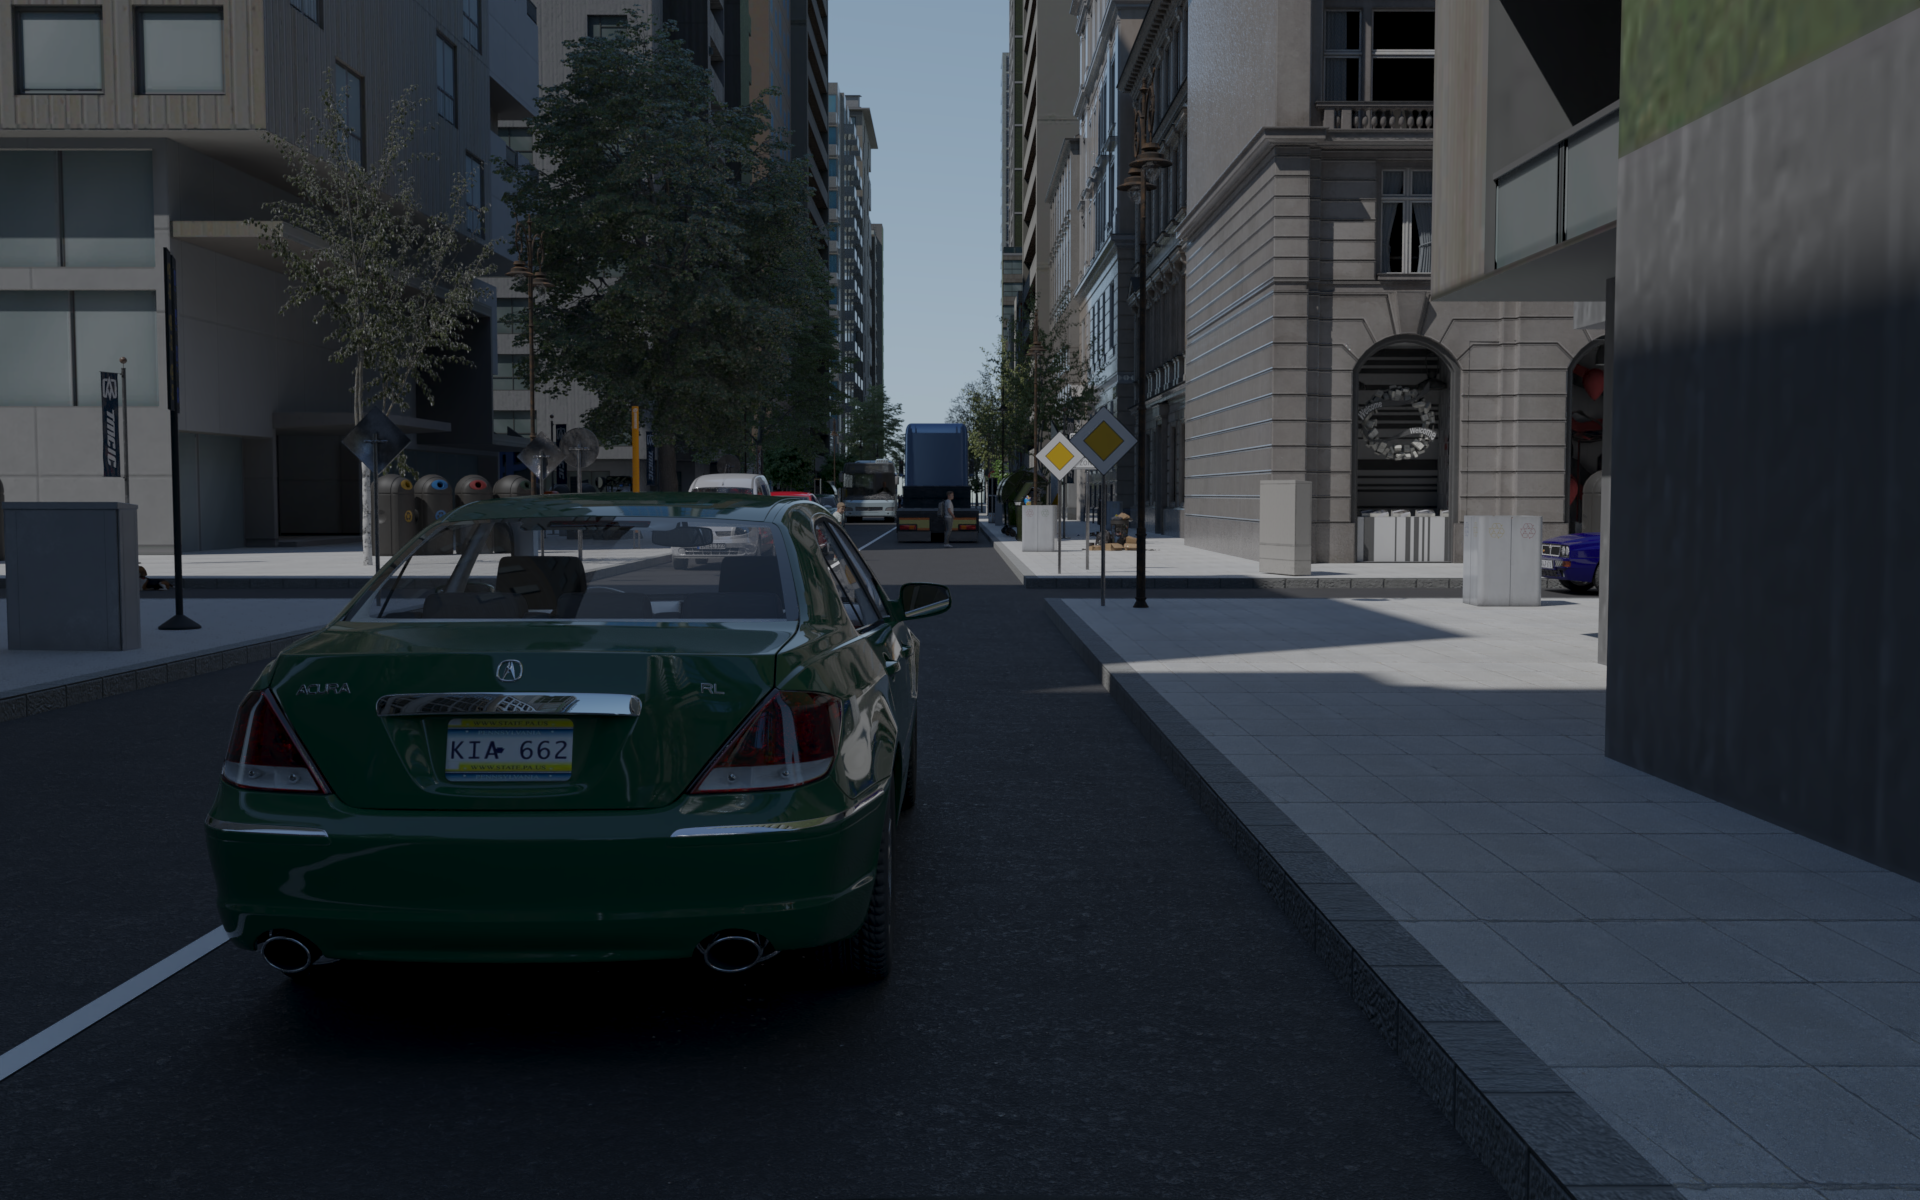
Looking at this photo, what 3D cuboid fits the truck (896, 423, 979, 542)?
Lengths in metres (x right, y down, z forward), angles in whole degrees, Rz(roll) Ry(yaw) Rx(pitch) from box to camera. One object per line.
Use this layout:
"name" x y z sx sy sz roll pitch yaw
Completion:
"truck" -0.800 -4.290 59.895 2.967 4.110 18.799 0 4 -1

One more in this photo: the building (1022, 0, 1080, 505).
"building" 15.247 -30.059 115.171 21.300 48.544 21.600 0 4 0

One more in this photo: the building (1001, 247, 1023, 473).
"building" 11.832 -26.397 203.285 14.160 30.474 14.107 0 4 0

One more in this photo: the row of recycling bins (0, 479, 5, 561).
"row of recycling bins" -18.749 -1.512 31.831 1.069 1.692 3.534 0 4 1

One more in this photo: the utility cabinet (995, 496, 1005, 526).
"utility cabinet" 1.940 -3.607 70.142 1.020 1.237 0.306 1 4 18

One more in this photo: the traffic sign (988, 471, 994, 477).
"traffic sign" 1.890 -5.709 93.450 0.768 2.556 0.104 1 4 9

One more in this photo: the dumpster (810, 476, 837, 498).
"dumpster" -7.504 -5.616 94.318 1.502 2.255 1.985 0 4 0

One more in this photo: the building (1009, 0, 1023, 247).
"building" 14.525 -47.819 220.085 20.563 71.187 20.611 0 4 0

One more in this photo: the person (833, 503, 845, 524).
"person" -2.611 -1.457 37.002 0.352 1.250 0.332 0 4 7

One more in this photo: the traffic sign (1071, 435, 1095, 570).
"traffic sign" 2.157 -1.661 29.281 0.606 2.300 0.079 0 4 4

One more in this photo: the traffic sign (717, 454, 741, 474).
"traffic sign" -7.420 -3.392 55.573 0.768 2.556 0.104 0 4 3

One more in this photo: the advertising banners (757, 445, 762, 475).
"advertising banners" -7.313 -3.987 61.382 0.090 3.025 2.074 1 4 10

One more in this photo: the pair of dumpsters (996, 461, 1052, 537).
"pair of dumpsters" 1.974 -3.130 53.676 1.574 2.255 4.437 0 4 0

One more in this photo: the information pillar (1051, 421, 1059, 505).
"information pillar" 3.027 -3.904 55.182 0.183 3.616 0.504 -2 4 -23

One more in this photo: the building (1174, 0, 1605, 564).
"building" 17.179 -11.931 36.865 24.055 21.916 13.314 0 4 0

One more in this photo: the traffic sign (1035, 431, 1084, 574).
"traffic sign" 1.596 -1.477 27.784 0.795 2.450 0.064 0 4 0

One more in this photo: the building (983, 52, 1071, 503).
"building" 14.764 -57.046 245.376 22.319 86.520 31.000 0 4 0

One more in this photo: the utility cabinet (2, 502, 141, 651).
"utility cabinet" -7.328 -0.193 14.311 1.020 1.237 0.306 0 4 7

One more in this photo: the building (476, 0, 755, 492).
"building" -17.912 -19.124 84.381 14.160 30.474 14.107 0 4 0

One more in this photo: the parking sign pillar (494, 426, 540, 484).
"parking sign pillar" -17.367 -4.911 68.764 1.447 3.967 1.447 1 4 9

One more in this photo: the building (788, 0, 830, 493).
"building" -21.082 -30.856 128.204 21.300 48.544 21.600 0 4 0

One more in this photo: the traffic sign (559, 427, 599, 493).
"traffic sign" -7.278 -2.020 33.129 0.768 2.556 0.104 0 4 1

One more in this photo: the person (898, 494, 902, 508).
"person" -5.508 -8.863 156.597 0.628 1.438 0.799 -1 4 -22

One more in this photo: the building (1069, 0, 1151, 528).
"building" 11.984 -17.626 74.092 13.634 28.700 20.117 0 4 0

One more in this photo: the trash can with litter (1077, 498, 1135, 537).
"trash can with litter" 4.389 -2.559 52.890 1.678 1.210 2.233 0 4 -5

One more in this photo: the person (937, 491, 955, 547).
"person" -0.322 -2.189 46.892 0.503 1.515 0.523 3 5 42

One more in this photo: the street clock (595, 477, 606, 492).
"street clock" -14.965 -4.137 72.202 0.471 2.002 0.358 3 4 36

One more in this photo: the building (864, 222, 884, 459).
"building" -18.462 -34.918 254.504 14.154 41.232 14.086 0 4 0

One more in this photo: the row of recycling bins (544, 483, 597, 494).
"row of recycling bins" -15.187 -3.472 63.876 3.534 1.692 1.069 -1 4 -18

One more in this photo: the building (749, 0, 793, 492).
"building" -18.278 -28.134 110.106 14.600 45.320 14.200 0 4 0

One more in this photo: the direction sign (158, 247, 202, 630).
"direction sign" -7.425 -1.491 16.377 0.379 3.537 0.876 -1 4 -19

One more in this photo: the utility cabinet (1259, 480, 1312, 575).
"utility cabinet" 5.173 -1.151 27.506 0.318 1.500 1.173 -1 4 -18

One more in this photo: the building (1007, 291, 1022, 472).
"building" 18.679 -19.373 161.788 27.650 21.520 28.899 0 4 0

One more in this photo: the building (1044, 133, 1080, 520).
"building" 9.913 -14.943 93.474 9.793 20.994 18.267 0 4 0

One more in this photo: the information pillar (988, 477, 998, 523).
"information pillar" 1.437 -4.359 75.768 0.304 2.012 0.304 -3 4 -37

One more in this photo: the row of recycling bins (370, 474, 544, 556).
"row of recycling bins" -10.776 -1.817 36.822 3.534 1.692 1.069 -3 5 -39

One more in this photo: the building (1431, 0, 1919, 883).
"building" 10.159 -19.898 8.934 14.154 41.232 14.086 0 4 0

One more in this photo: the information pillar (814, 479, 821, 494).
"information pillar" -6.931 -4.885 84.361 0.304 2.012 0.304 0 4 -1

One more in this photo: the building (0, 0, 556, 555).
"building" -27.529 -27.991 46.891 28.713 52.752 27.495 0 4 0

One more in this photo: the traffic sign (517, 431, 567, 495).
"traffic sign" -6.698 -1.475 27.763 0.795 2.450 0.064 0 4 0

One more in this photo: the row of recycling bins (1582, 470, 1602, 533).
"row of recycling bins" 12.216 -1.328 28.820 3.534 1.692 1.069 1 4 22

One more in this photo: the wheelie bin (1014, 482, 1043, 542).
"wheelie bin" 1.859 -2.380 46.826 0.693 1.594 0.980 -1 4 -15

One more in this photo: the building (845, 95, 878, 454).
"building" -25.789 -39.380 233.103 28.713 52.752 27.495 0 4 0

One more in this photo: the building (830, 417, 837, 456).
"building" -21.885 -51.420 153.384 22.319 86.520 31.000 0 4 0

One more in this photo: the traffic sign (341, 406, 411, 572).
"traffic sign" -6.658 -0.987 19.778 0.795 2.450 0.064 0 4 0

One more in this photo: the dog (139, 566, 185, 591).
"dog" -11.958 -0.336 25.691 0.748 0.427 0.550 0 4 -4

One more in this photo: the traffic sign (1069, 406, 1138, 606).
"traffic sign" 1.636 -0.988 19.799 0.795 2.450 0.064 0 4 0

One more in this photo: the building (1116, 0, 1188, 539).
"building" 11.078 -11.626 54.716 10.561 19.102 19.286 0 4 0

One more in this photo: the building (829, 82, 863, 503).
"building" -23.034 -35.754 204.183 23.786 49.044 30.456 0 4 0
